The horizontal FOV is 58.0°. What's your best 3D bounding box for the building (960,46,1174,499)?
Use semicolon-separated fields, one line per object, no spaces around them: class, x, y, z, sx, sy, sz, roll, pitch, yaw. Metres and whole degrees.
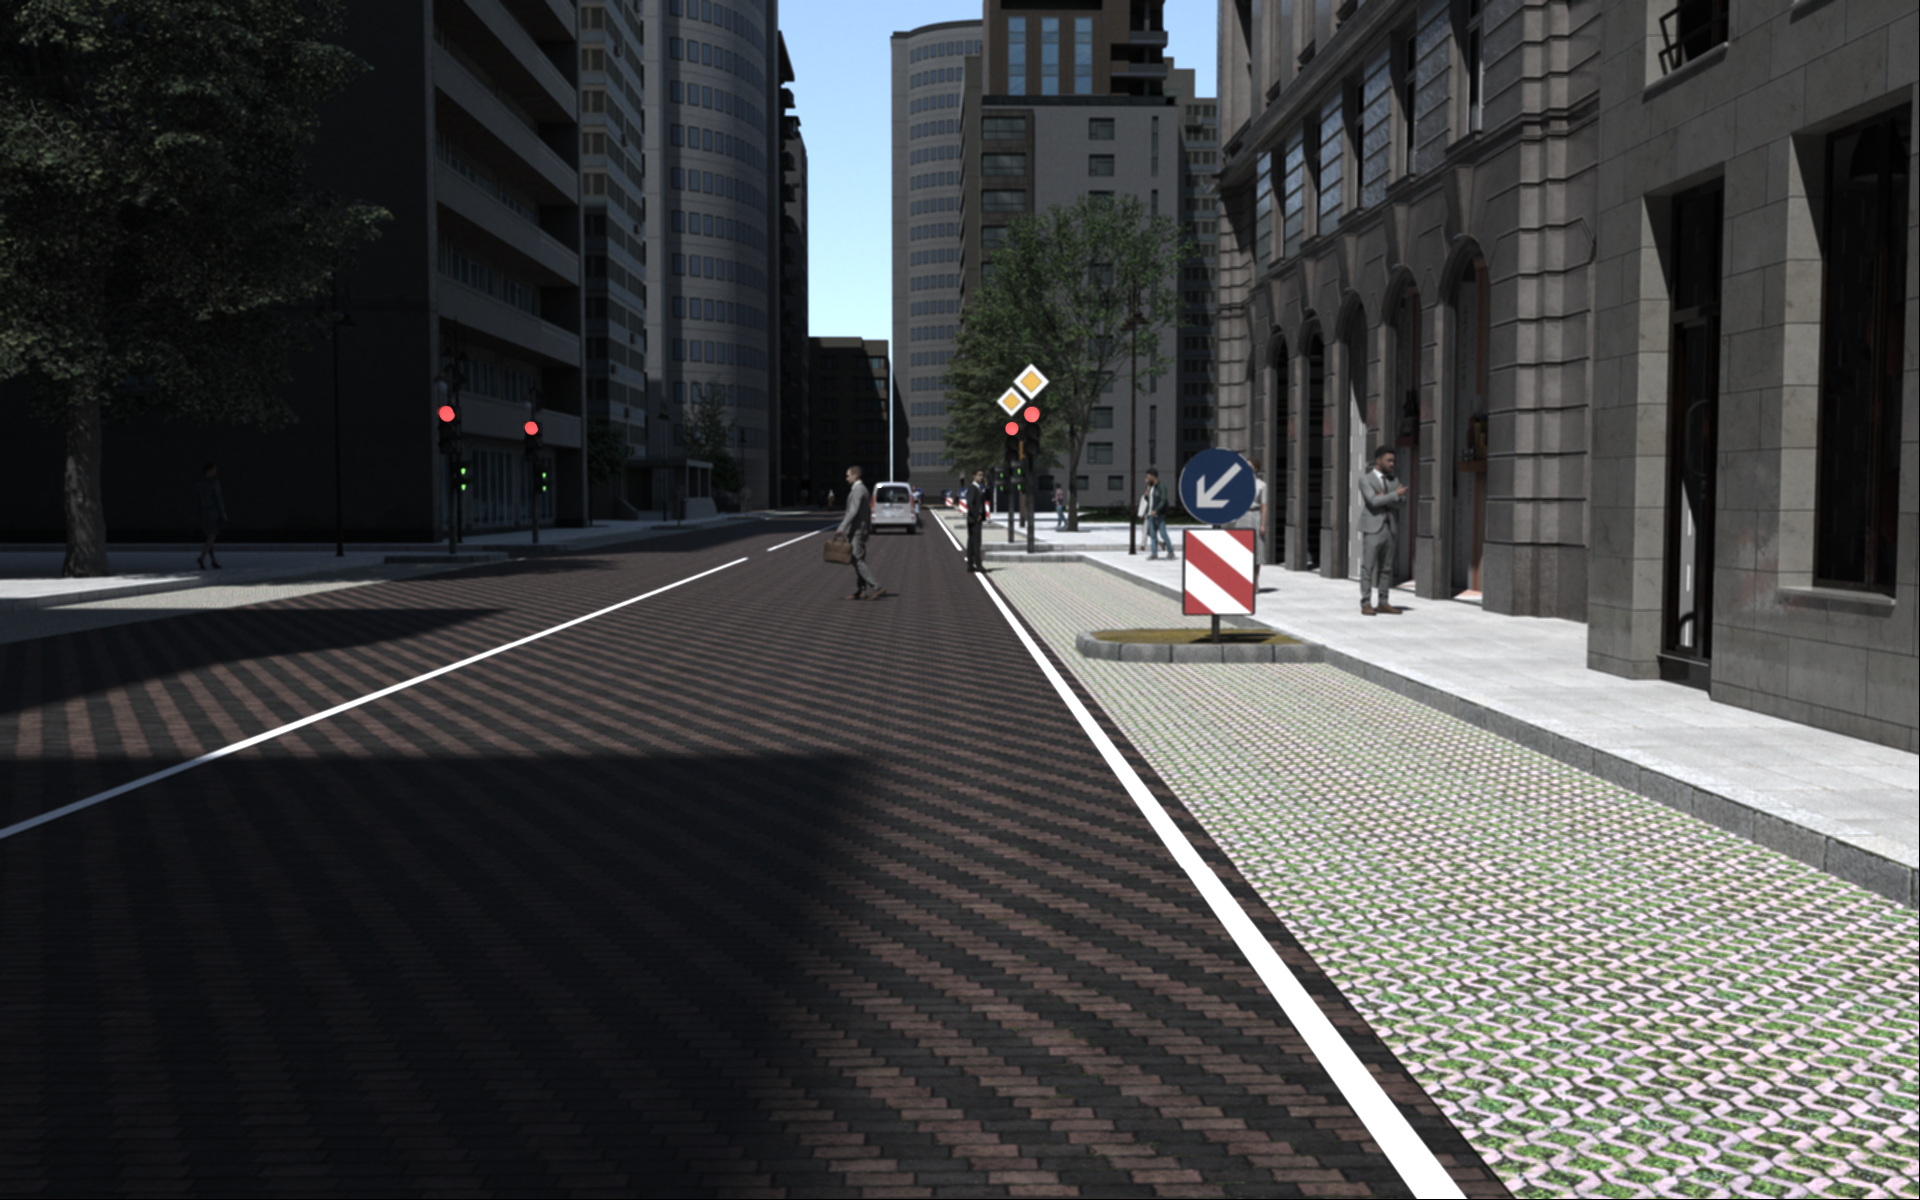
building;10.856;-34.331;185.018;21.300;48.544;21.600;0;4;-1

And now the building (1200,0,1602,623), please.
building;11.485;-11.186;24.687;13.314;21.916;24.055;0;4;-1

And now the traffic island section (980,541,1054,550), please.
traffic island section;1.362;-1.414;45.398;2.009;0.180;2.903;0;4;-1

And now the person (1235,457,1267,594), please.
person;3.678;-0.955;22.231;0.480;1.755;0.524;2;4;23

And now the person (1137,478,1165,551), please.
person;4.596;-2.034;41.629;0.818;1.842;0.514;0;4;-4

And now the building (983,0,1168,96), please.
building;9.013;-30.161;143.247;14.600;45.320;14.200;0;4;-1

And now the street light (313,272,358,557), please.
street light;-12.761;-3.834;35.473;0.468;5.910;1.993;0;4;-1

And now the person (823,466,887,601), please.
person;-1.403;-0.907;23.443;0.853;1.813;0.709;0;4;3

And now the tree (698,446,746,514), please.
tree;-15.603;-7.798;111.218;4.285;4.588;4.351;0;3;0

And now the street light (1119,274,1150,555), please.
street light;3.667;-3.903;36.604;0.468;5.910;1.993;0;4;-1

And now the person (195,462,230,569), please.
person;-12.853;-1.438;29.582;0.581;1.822;0.654;2;4;27

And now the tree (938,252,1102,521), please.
tree;2.920;-9.948;80.781;7.486;12.596;7.792;0;3;0

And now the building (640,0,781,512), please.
building;-25.553;-36.149;133.034;21.231;58.520;28.212;0;4;-1

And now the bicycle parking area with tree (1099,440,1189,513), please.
bicycle parking area with tree;12.101;-6.536;93.872;8.231;4.147;9.016;-2;4;-27

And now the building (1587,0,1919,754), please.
building;10.002;-9.120;3.866;10.420;20.320;16.860;0;4;-1

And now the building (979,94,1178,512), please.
building;8.368;-21.858;129.074;14.160;30.474;14.107;0;4;-1

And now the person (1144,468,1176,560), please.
person;3.807;-1.660;33.529;0.721;1.781;0.623;-3;4;-36

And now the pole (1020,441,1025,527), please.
pole;2.397;-4.441;66.448;0.158;3.312;0.155;0;3;0

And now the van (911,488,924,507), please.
van;-5.085;-11.367;190.232;2.240;2.365;5.245;0;4;-1

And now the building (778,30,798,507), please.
building;-26.900;-31.028;161.930;22.147;44.769;28.867;0;4;-1

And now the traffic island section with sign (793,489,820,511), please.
traffic island section with sign;-13.136;-8.454;146.851;1.989;1.847;2.006;0;4;-1

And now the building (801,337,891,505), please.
building;-23.401;-22.778;217.467;28.899;21.520;27.650;0;4;-1

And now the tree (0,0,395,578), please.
tree;-13.532;-7.335;26.578;9.857;13.997;8.962;0;3;0

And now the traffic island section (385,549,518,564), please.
traffic island section;-10.888;-0.908;37.129;2.009;0.180;2.903;0;4;-1

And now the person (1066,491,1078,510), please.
person;5.924;-5.177;91.038;0.624;1.780;0.694;-3;5;-39

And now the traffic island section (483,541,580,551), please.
traffic island section;-11.076;-1.396;45.112;2.009;0.180;2.903;0;4;-1

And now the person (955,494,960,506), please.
person;-0.172;-10.819;186.162;0.697;1.427;0.421;0;4;-5

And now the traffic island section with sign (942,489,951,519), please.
traffic island section with sign;0.121;-5.476;98.157;1.989;1.847;2.006;0;4;-1

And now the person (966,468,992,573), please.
person;0.350;-1.457;31.678;0.474;1.900;0.648;0;4;0

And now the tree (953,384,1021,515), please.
tree;1.922;-9.503;105.743;4.360;8.622;3.978;0;3;0

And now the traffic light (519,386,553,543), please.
traffic light;-11.035;-3.429;44.978;0.839;4.253;0.868;0;4;-1

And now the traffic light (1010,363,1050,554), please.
traffic light;1.509;-2.959;37.300;0.839;4.253;0.868;0;4;-1

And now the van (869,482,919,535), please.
van;-2.464;-3.397;62.551;2.013;2.044;4.112;0;4;-3

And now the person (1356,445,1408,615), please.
person;4.505;-0.744;18.397;0.511;1.800;0.466;-3;5;-40

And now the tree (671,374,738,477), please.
tree;-15.515;-9.516;105.951;4.737;8.622;4.395;0;3;0

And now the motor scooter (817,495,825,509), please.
motor scooter;-13.358;-9.401;166.487;0.815;1.314;1.986;0;4;0

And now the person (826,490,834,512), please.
person;-10.252;-7.794;136.661;0.721;1.736;1.217;-2;4;-35

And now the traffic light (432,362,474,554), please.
traffic light;-10.848;-2.940;36.996;0.839;4.253;0.868;0;4;-1

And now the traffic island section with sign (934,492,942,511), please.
traffic island section with sign;-1.035;-8.506;147.697;1.989;1.847;2.006;0;4;-1

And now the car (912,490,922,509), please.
car;-4.802;-9.742;167.962;2.281;1.827;5.304;0;4;-2

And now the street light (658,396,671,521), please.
street light;-13.912;-6.648;81.477;0.468;5.910;1.993;0;4;-1

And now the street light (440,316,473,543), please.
street light;-13.101;-4.427;45.174;0.468;5.910;1.993;0;4;-1

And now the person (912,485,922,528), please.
person;-1.883;-3.847;71.494;0.616;1.811;0.778;2;4;35

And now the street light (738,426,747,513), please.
street light;-14.759;-8.868;117.779;0.468;5.910;1.993;0;4;-1

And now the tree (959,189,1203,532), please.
tree;3.998;-8.120;58.519;9.928;11.665;9.643;0;3;0

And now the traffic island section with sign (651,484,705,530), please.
traffic island section with sign;-11.333;-3.742;69.814;1.989;1.847;2.006;0;4;-1

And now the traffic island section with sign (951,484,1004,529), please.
traffic island section with sign;0.764;-3.821;71.106;1.989;1.847;2.006;0;4;-1

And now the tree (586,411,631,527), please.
tree;-14.672;-5.173;68.288;4.285;4.588;4.351;0;3;0

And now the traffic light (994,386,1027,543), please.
traffic light;1.322;-3.447;45.283;0.839;4.253;0.868;0;4;-1

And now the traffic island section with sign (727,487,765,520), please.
traffic island section with sign;-11.970;-5.418;97.212;1.989;1.847;2.006;0;4;-1

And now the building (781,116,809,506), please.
building;-23.711;-30.926;189.228;14.086;41.232;14.154;0;4;-1

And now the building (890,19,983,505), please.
building;5.648;-41.108;214.117;28.212;58.520;21.231;0;4;-1

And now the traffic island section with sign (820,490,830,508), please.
traffic island section with sign;-13.772;-10.102;173.799;1.989;1.847;2.006;0;4;-1

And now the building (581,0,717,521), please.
building;-29.790;-24.350;90.007;32.217;40.220;23.993;0;4;-1

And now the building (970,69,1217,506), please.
building;17.198;-28.794;162.660;32.217;40.220;23.993;0;4;-1

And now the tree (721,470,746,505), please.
tree;-14.943;-7.375;115.190;1.663;3.219;1.824;0;3;0

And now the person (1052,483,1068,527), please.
person;3.858;-3.654;66.622;0.643;1.720;0.563;0;4;4

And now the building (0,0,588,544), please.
building;-24.580;-26.305;53.792;21.300;48.544;21.600;0;4;-1

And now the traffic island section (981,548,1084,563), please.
traffic island section;1.550;-0.926;37.415;2.009;0.180;2.903;0;4;-1

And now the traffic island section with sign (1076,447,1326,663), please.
traffic island section with sign;2.069;-0.420;15.495;1.989;1.847;2.006;0;4;-1
